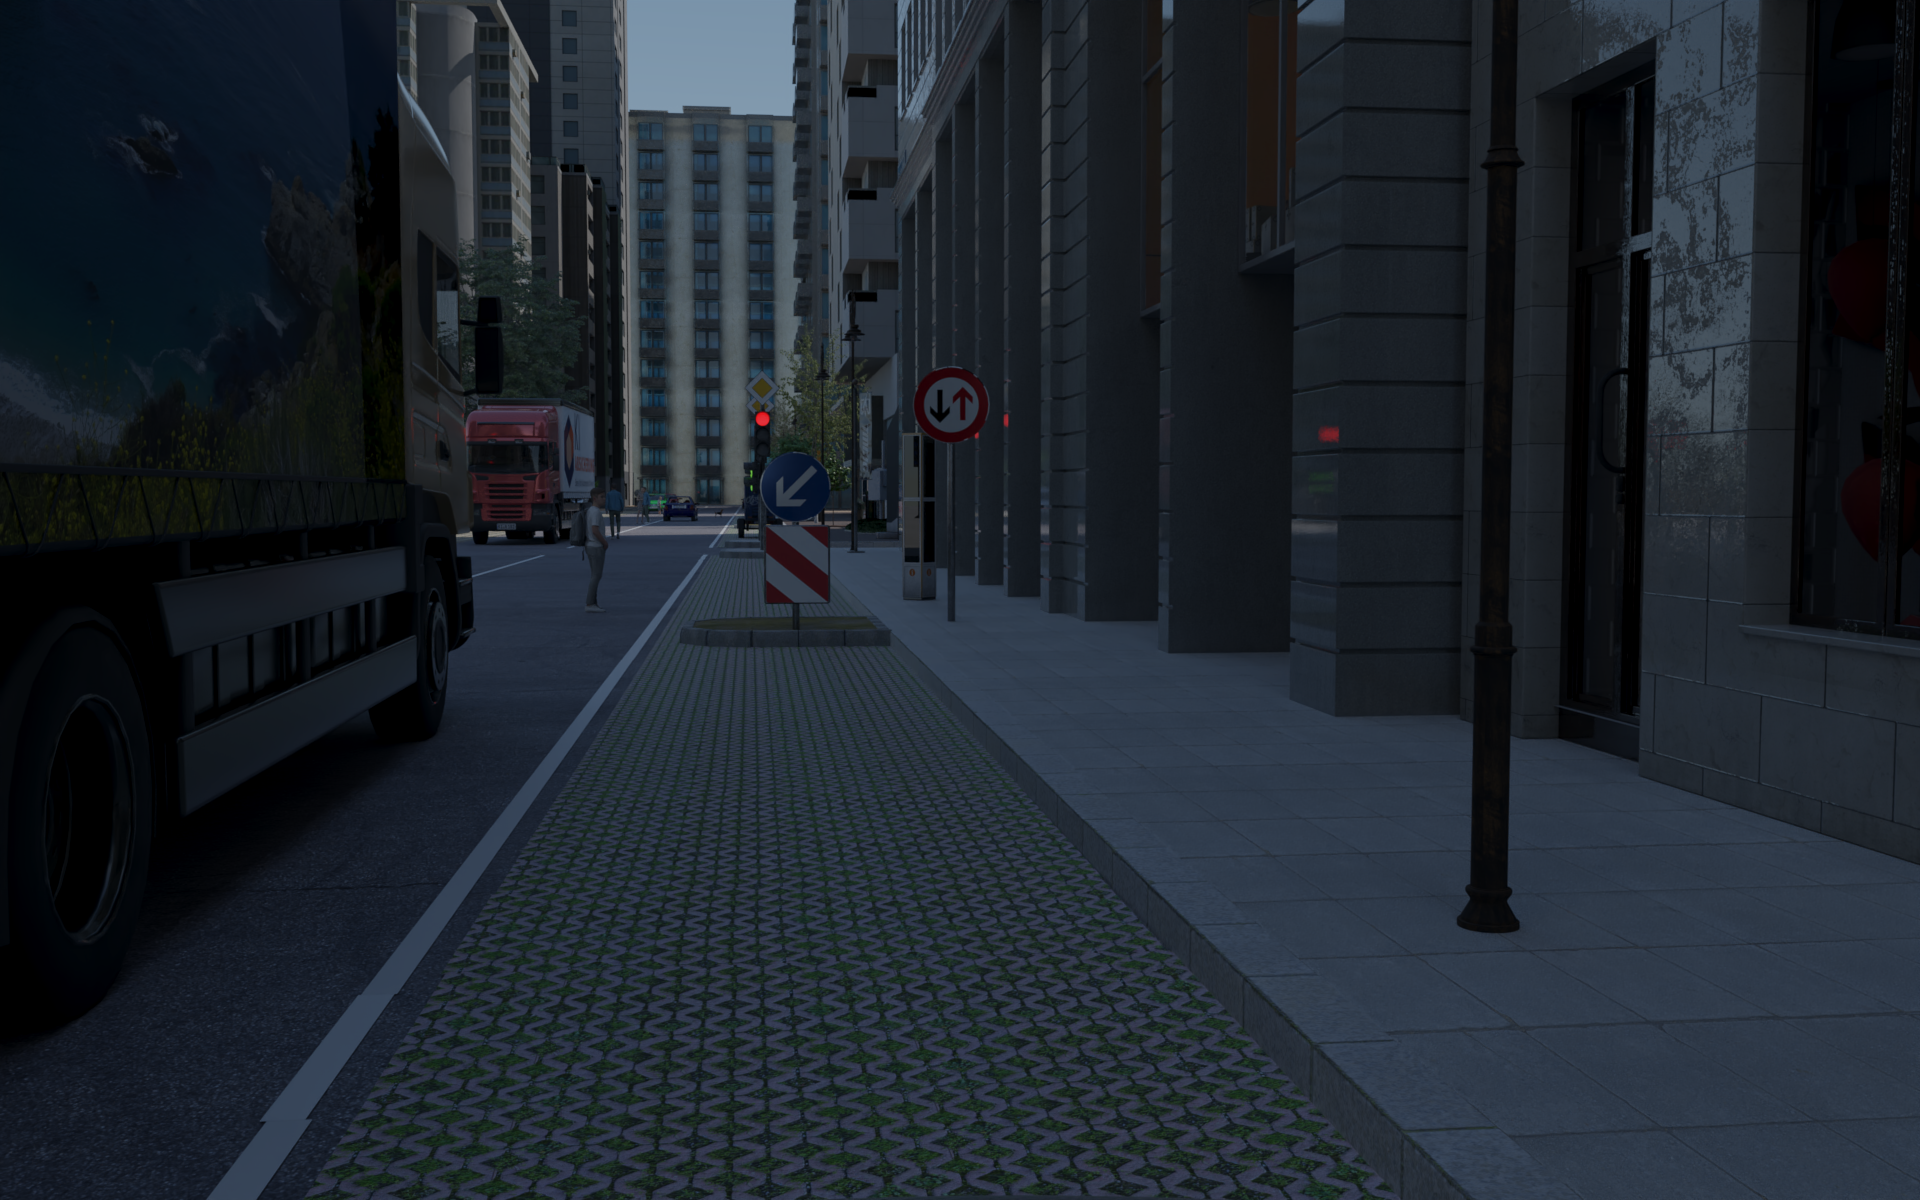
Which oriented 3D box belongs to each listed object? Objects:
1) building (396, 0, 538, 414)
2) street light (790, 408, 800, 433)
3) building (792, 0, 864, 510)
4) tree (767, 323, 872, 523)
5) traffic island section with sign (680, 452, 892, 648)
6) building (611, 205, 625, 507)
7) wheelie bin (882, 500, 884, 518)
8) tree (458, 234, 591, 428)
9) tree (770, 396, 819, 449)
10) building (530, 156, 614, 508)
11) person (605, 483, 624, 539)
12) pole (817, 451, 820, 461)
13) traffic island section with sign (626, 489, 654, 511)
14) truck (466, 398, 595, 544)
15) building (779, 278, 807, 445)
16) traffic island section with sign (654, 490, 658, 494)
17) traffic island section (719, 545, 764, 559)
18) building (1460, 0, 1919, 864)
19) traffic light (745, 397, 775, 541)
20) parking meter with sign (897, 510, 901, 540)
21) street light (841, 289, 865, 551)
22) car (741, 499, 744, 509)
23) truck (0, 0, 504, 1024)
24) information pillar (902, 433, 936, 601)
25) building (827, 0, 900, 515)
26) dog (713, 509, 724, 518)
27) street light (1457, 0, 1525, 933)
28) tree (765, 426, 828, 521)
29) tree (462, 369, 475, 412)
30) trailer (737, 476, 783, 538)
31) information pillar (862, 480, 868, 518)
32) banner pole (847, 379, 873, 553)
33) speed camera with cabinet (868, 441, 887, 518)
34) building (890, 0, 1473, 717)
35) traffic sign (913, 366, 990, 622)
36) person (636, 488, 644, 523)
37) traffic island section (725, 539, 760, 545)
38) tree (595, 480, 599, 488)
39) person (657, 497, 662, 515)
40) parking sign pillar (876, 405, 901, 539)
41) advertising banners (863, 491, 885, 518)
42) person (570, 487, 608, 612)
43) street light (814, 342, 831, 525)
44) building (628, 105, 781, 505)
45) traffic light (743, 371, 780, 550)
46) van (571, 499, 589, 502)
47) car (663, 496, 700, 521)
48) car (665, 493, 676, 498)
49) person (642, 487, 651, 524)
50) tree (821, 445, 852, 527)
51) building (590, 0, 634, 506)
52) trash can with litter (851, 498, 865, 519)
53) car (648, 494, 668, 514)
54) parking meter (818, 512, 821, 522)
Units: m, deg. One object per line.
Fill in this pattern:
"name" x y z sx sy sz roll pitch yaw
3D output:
"building" -45.511 -26.806 130.160 32.217 40.220 23.993 0 4 -7
"street light" -8.290 -7.003 87.285 0.468 5.910 1.993 0 4 -7
"building" -3.240 -32.515 151.228 23.786 49.044 30.456 0 4 -7
"tree" -6.059 -7.662 75.636 4.737 8.622 4.395 0 3 0
"traffic island section with sign" -1.738 -0.514 17.032 1.989 1.847 2.006 0 4 -7
"building" -39.749 -24.061 165.097 14.160 30.474 14.107 0 4 -7
"wheelie bin" -3.272 -4.394 79.754 0.980 1.594 0.693 1 4 19
"tree" -22.865 -10.867 84.323 9.857 13.997 8.962 0 3 0
"tree" -12.373 -10.783 126.668 4.360 8.622 3.978 0 3 0
"building" -38.259 -23.168 150.495 14.160 30.474 14.107 0 4 -7
"person" -10.904 -2.803 54.666 0.601 1.785 0.444 -1 4 -18
"pole" -6.616 -5.342 81.185 0.158 3.312 0.155 0 3 0
"traffic island section with sign" -27.450 -8.524 147.989 1.989 1.847 2.006 0 4 -7
"truck" -13.055 -3.917 52.949 2.839 4.237 11.283 0 4 -5
"building" -7.653 -53.122 181.213 22.319 86.520 31.000 0 4 -7
"traffic island section with sign" -30.689 -10.160 174.750 1.989 1.847 2.006 0 4 -7
"traffic island section" -4.480 -1.063 39.661 2.009 0.180 2.903 0 4 -7
"building" 9.005 -8.977 1.522 10.420 20.320 16.860 0 4 -7
"traffic light" -5.481 -3.581 47.469 0.839 4.253 0.868 0 4 -7
"parking meter with sign" -0.896 -3.175 48.175 1.738 3.016 0.543 1 4 21
"street light" -2.419 -4.062 39.194 0.468 5.910 1.993 0 4 -7
"car" -20.249 -9.497 167.855 1.945 1.354 3.894 0 4 -7
"truck" -3.802 -1.082 6.608 2.839 4.237 11.283 0 4 -7
"information pillar" -0.490 -1.007 20.953 0.304 2.012 0.304 3 4 36
"building" 6.057 -31.493 104.153 28.713 52.752 27.495 0 4 -7
"dog" -14.771 -5.298 105.903 0.406 0.507 0.540 2 4 35
"street light" 1.569 -1.968 4.965 0.468 5.910 1.993 0 4 -7
"tree" -7.731 -6.102 83.482 4.285 4.588 4.351 0 3 0
"tree" -29.088 -9.102 99.173 4.360 8.622 3.978 0 3 0
"trailer" -6.626 -3.065 57.160 1.471 1.999 3.904 0 4 -8
"information pillar" -4.380 -4.671 80.865 0.304 2.012 0.304 1 4 21
"banner pole" -2.140 -2.912 37.631 0.401 3.779 0.863 -3 4 -37
"speed camera with cabinet" -2.627 -4.305 64.724 0.660 3.252 2.038 2 4 32
"building" 5.732 -15.095 24.297 11.434 29.767 29.804 0 4 -7
"traffic sign" -0.085 -1.056 17.373 0.768 2.556 0.104 0 4 2
"person" -15.550 -4.633 84.592 0.599 1.781 0.374 -2 4 -28
"traffic island section" -5.440 -1.548 47.588 2.009 0.180 2.903 0 4 -7
"tree" -27.541 -8.221 129.009 1.663 3.219 1.824 0 3 0
"person" -20.145 -6.294 116.088 0.352 1.250 0.332 0 4 6
"parking sign pillar" -1.710 -3.751 49.794 1.447 3.967 1.447 -1 4 -21
"advertising banners" -2.765 -4.374 67.708 2.074 3.025 0.090 -1 4 -13
"person" -4.444 -0.609 21.048 0.503 1.515 0.523 2 4 34
"street light" -4.198 -4.901 52.924 0.468 5.910 1.993 0 4 -7
"building" -31.485 -36.514 216.612 30.456 49.044 23.786 0 4 -7
"traffic light" -4.521 -3.096 39.542 0.839 4.253 0.868 0 4 -7
"van" -21.123 -5.317 93.946 2.013 2.044 4.112 0 4 -8
"car" -14.849 -4.863 92.091 1.945 1.354 3.894 0 4 -7
"car" -24.698 -8.415 146.620 2.155 1.783 4.494 -1 4 -9
"person" -15.067 -4.553 83.286 0.444 1.785 0.601 -2 4 -23
"tree" -5.064 -4.475 67.765 1.663 3.219 1.824 0 3 0
"building" -45.873 -45.514 182.401 20.611 71.187 20.563 0 4 -7
"trash can with litter" -4.121 -3.825 73.919 1.055 1.170 0.624 2 4 25
"car" -21.884 -7.097 124.825 1.959 1.807 4.718 0 4 -5
"parking meter" -6.511 -4.361 79.714 0.372 1.533 0.369 0 3 0
